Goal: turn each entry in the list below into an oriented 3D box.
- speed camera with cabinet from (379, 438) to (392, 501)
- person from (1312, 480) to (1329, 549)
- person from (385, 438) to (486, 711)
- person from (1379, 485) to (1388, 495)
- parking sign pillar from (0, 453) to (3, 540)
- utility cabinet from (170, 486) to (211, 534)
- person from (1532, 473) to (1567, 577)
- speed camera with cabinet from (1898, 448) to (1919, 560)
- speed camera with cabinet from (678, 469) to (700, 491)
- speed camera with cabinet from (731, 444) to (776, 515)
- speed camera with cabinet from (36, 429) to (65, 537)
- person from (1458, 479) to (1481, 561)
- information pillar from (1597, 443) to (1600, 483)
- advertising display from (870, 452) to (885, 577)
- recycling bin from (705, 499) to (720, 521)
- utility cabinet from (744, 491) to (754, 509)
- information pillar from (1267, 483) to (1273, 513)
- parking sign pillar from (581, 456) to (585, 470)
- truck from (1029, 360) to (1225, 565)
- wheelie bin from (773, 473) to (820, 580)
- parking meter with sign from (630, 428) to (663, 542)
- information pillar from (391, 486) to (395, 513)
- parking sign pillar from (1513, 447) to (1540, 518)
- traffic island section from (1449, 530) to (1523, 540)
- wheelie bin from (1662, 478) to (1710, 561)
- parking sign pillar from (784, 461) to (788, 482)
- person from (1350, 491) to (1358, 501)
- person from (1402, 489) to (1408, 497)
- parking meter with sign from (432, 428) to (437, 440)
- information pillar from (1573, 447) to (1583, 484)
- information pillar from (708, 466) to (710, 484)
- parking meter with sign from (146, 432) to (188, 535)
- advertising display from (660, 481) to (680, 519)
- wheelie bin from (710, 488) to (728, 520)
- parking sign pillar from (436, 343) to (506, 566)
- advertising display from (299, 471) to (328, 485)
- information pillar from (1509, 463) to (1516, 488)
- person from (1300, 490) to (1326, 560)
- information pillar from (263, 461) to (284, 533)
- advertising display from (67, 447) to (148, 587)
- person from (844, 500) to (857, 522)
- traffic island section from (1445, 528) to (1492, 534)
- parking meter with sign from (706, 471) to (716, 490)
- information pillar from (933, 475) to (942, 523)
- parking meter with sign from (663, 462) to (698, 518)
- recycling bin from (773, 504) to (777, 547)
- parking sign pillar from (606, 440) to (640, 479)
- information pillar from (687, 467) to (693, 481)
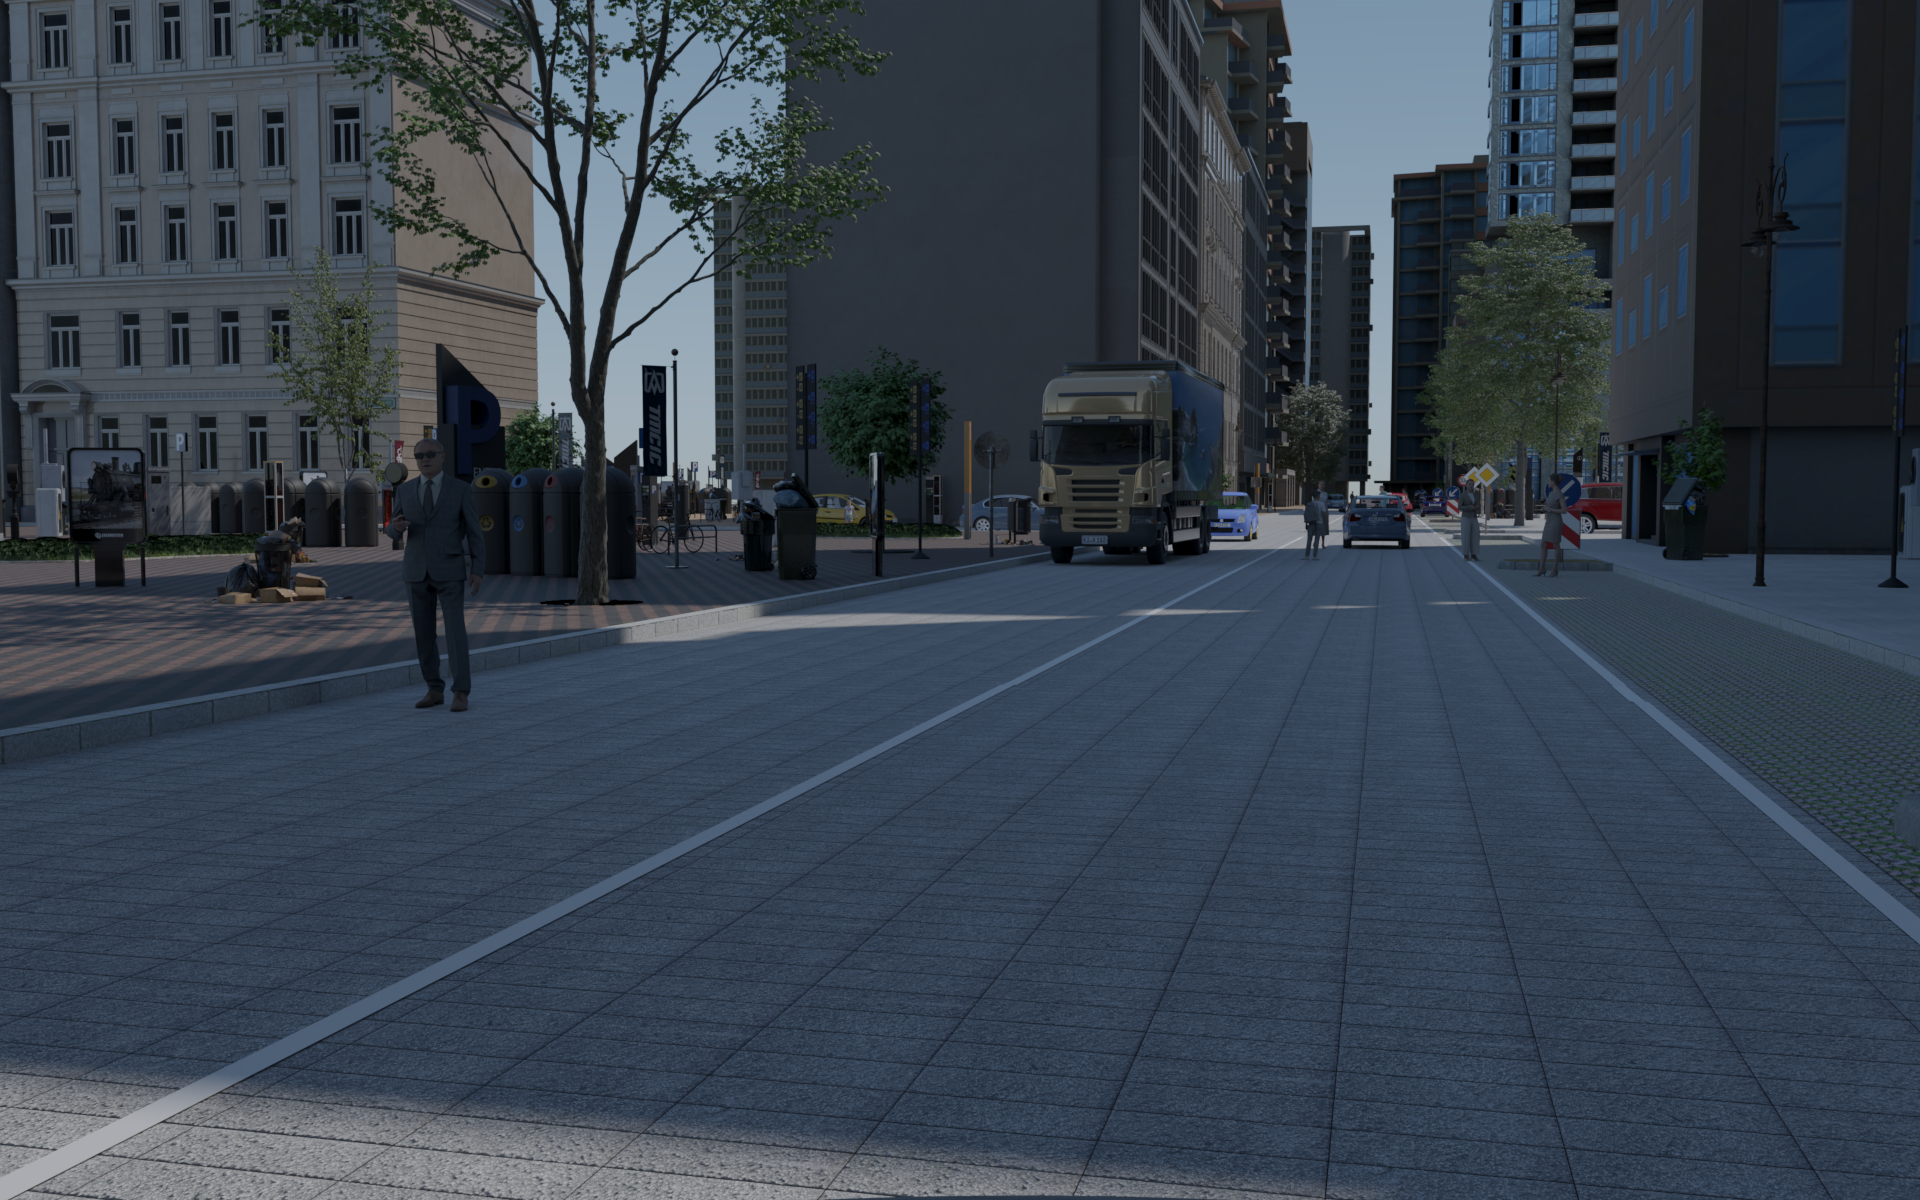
[{"bbox_3d":[-19.437,-4.089,61.190,2.038,3.252,0.660,-2,4,-29],"label":"speed camera with cabinet"},{"bbox_3d":[9.463,-2.255,45.588,0.478,1.798,0.641,0,4,-4],"label":"person"},{"bbox_3d":[-3.507,-0.174,11.516,0.661,1.801,0.590,0,4,-2],"label":"person"},{"bbox_3d":[19.117,-4.248,77.976,0.620,1.820,0.660,-2,4,-28],"label":"person"},{"bbox_3d":[-20.383,-2.903,35.944,1.447,3.967,1.447,-1,4,-8],"label":"parking sign pillar"},{"bbox_3d":[-22.503,-2.559,50.516,0.318,1.500,1.173,3,5,43],"label":"utility cabinet"},{"bbox_3d":[10.099,-1.272,29.634,0.374,1.781,0.599,-1,4,-10],"label":"person"},{"bbox_3d":[18.667,-2.398,33.540,0.660,3.252,2.038,1,4,21],"label":"speed camera with cabinet"},{"bbox_3d":[-18.508,-7.514,117.181,2.038,3.252,0.660,3,4,37],"label":"speed camera with cabinet"},{"bbox_3d":[-8.138,-4.583,69.262,2.038,3.252,0.660,-3,5,-40],"label":"speed camera with cabinet"},{"bbox_3d":[-27.218,-3.517,51.847,0.660,3.252,2.038,-1,4,-21],"label":"speed camera with cabinet"},{"bbox_3d":[10.855,-1.699,36.831,0.519,1.759,0.362,-1,4,-21],"label":"person"},{"bbox_3d":[29.471,-5.403,79.689,0.504,3.616,0.183,-3,5,-40],"label":"information pillar"},{"bbox_3d":[-1.300,-1.345,27.204,0.123,1.923,0.974,-1,4,-10],"label":"advertising display"},{"bbox_3d":[-12.062,-4.395,84.405,0.722,1.027,0.722,-1,4,-10],"label":"recycling bin"},{"bbox_3d":[-16.670,-7.848,136.993,1.173,1.500,0.318,1,4,23],"label":"utility cabinet"},{"bbox_3d":[21.499,-7.078,120.223,0.304,2.012,0.304,0,4,-7],"label":"information pillar"},{"bbox_3d":[-26.033,-8.042,119.953,1.447,3.967,1.447,-3,4,-36],"label":"parking sign pillar"},{"bbox_3d":[3.990,-3.050,38.779,2.839,4.237,11.283,1,4,16],"label":"truck"},{"bbox_3d":[-2.477,-1.112,26.093,0.693,1.594,0.980,-1,4,-9],"label":"wheelie bin"},{"bbox_3d":[-8.513,-3.065,46.366,0.543,3.016,1.738,-2,4,-25],"label":"parking meter with sign"},{"bbox_3d":[-19.177,-3.329,58.920,0.304,2.012,0.304,-1,4,-23],"label":"information pillar"},{"bbox_3d":[29.939,-6.301,91.500,1.447,3.967,1.447,1,4,17],"label":"parking sign pillar"},{"bbox_3d":[16.743,-2.007,55.092,2.009,0.180,2.903,1,4,14],"label":"traffic island section"},{"bbox_3d":[14.119,-1.578,33.707,0.693,1.594,0.980,-1,4,-12],"label":"wheelie bin"},{"bbox_3d":[-9.314,-6.688,97.824,1.447,3.967,1.447,-3,5,-44],"label":"parking sign pillar"},{"bbox_3d":[43.799,-11.237,192.757,0.750,1.759,0.617,-1,4,-10],"label":"person"},{"bbox_3d":[33.113,-7.399,129.390,0.656,1.842,0.836,0,4,-7],"label":"person"},{"bbox_3d":[-13.093,-3.050,46.122,1.738,3.016,0.543,-2,4,-30],"label":"parking meter with sign"},{"bbox_3d":[30.757,-5.803,86.227,0.504,3.616,0.183,3,5,39],"label":"information pillar"},{"bbox_3d":[-20.626,-9.231,142.282,0.183,3.616,0.504,0,4,-2],"label":"information pillar"},{"bbox_3d":[-22.522,-3.189,48.408,0.543,3.016,1.738,3,4,37],"label":"parking meter with sign"},{"bbox_3d":[-14.342,-4.930,85.814,0.974,1.923,0.123,0,4,-2],"label":"advertising display"},{"bbox_3d":[-12.117,-4.819,86.690,0.693,1.594,0.980,3,4,38],"label":"wheelie bin"},{"bbox_3d":[-8.889,-2.635,31.554,1.447,3.967,1.447,2,4,29],"label":"parking sign pillar"},{"bbox_3d":[-17.919,-2.620,48.055,0.123,1.923,0.974,1,4,22],"label":"advertising display"},{"bbox_3d":[41.418,-8.473,129.891,0.504,3.616,0.183,3,5,42],"label":"information pillar"},{"bbox_3d":[7.662,-1.620,37.581,0.503,1.515,0.523,-1,4,-13],"label":"person"},{"bbox_3d":[-15.372,-2.100,38.825,0.304,2.012,0.304,1,4,13],"label":"information pillar"},{"bbox_3d":[-11.797,-1.148,23.989,0.974,1.923,0.123,-1,4,-13],"label":"advertising display"},{"bbox_3d":[-3.966,-2.989,62.389,0.505,1.210,0.382,-1,4,-9],"label":"person"},{"bbox_3d":[18.658,-2.481,62.845,2.009,0.180,2.903,1,4,14],"label":"traffic island section"},{"bbox_3d":[-18.624,-8.115,128.947,0.543,3.016,1.738,-1,4,-23],"label":"parking meter with sign"},{"bbox_3d":[-0.874,-3.880,67.932,0.304,2.012,0.304,1,4,15],"label":"information pillar"},{"bbox_3d":[-14.983,-5.940,93.373,1.738,3.016,0.543,2,4,27],"label":"parking meter with sign"},{"bbox_3d":[-4.131,-1.819,42.300,0.722,1.027,0.722,1,4,10],"label":"recycling bin"},{"bbox_3d":[-16.575,-5.984,86.315,1.447,3.967,1.447,1,4,20],"label":"parking sign pillar"},{"bbox_3d":[-23.452,-9.723,150.329,0.504,3.616,0.183,1,4,15],"label":"information pillar"}]
